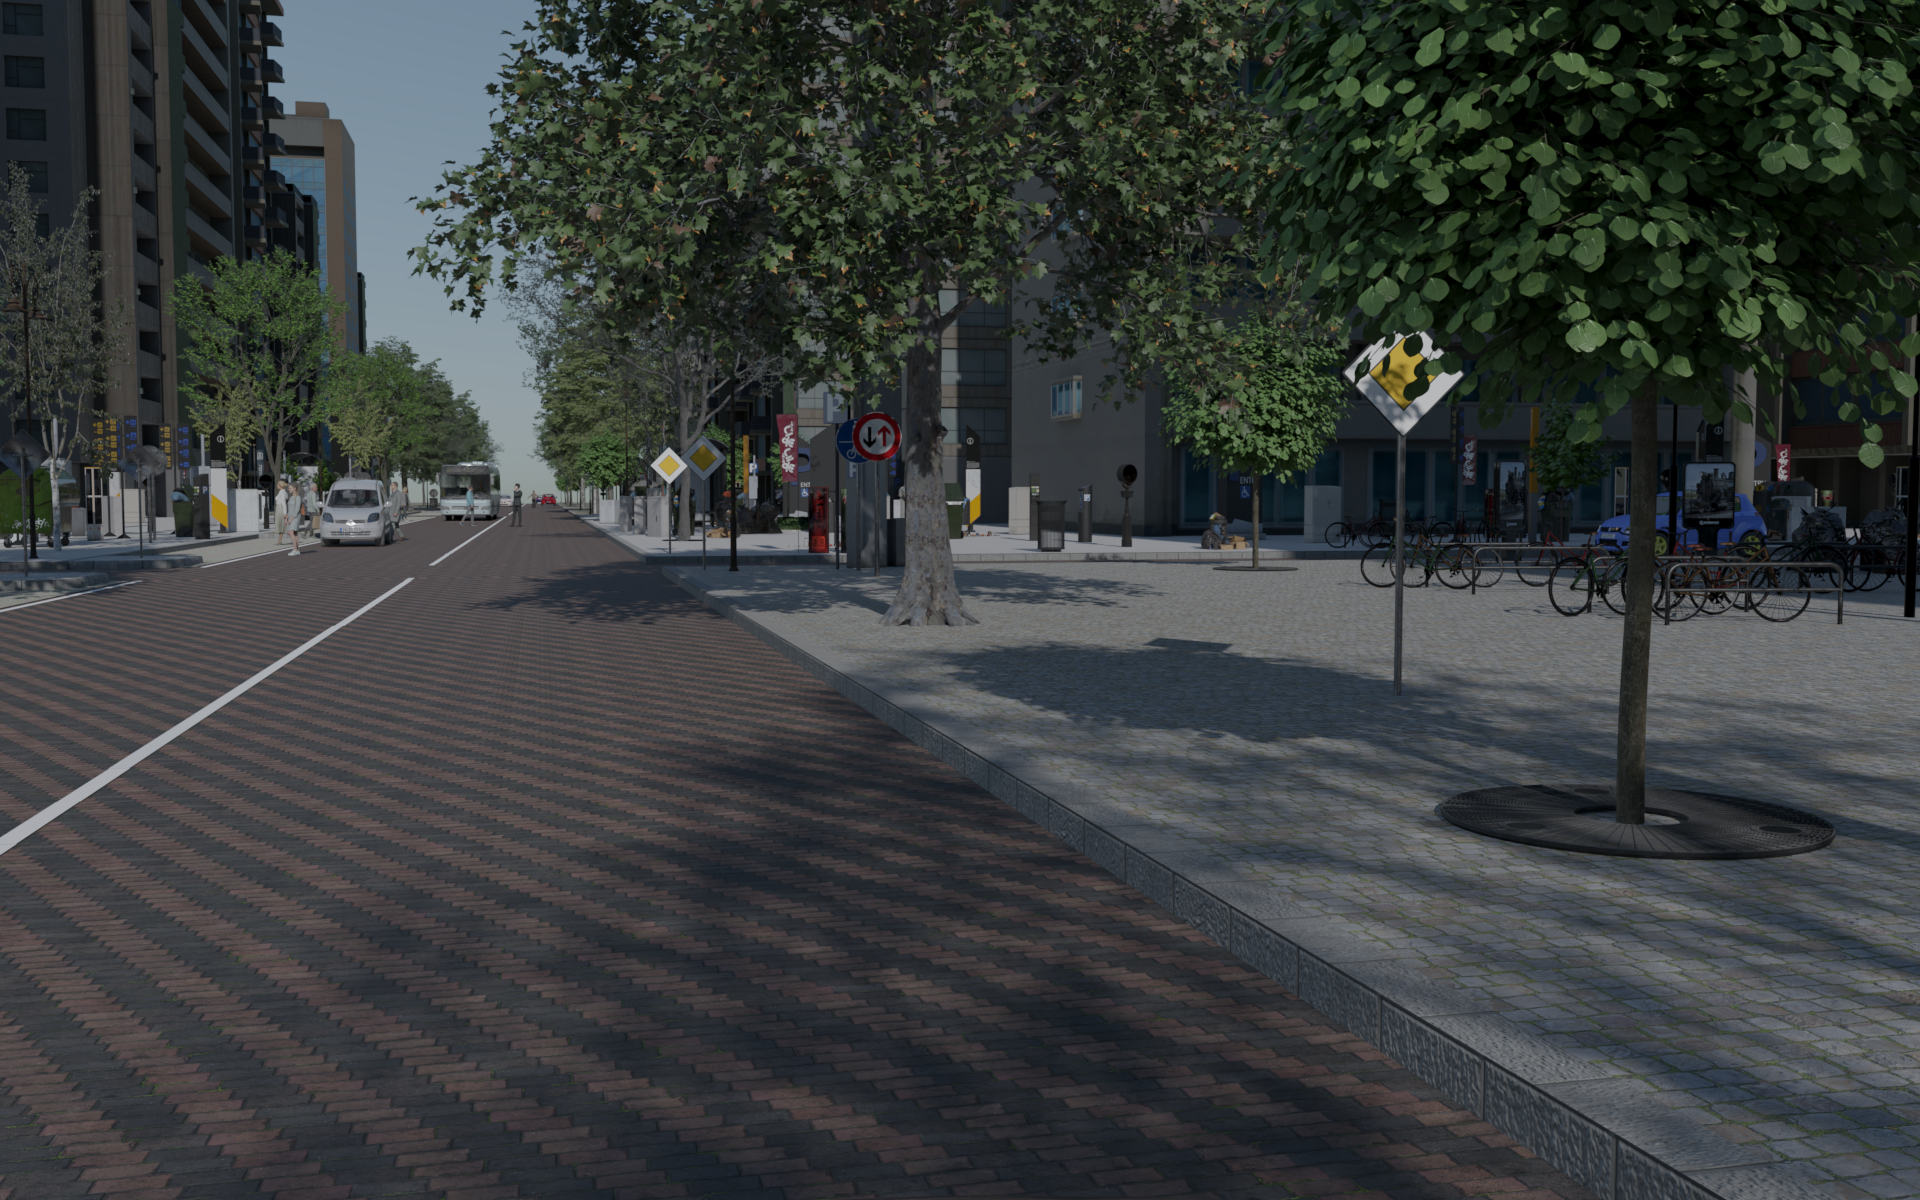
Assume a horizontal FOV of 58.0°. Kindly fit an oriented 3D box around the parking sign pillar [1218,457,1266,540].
[{"bbox_3d":[7.861,-3.673,48.518,1.447,3.967,1.447,-2,4,-31],"label":"parking sign pillar"}]

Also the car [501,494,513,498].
[{"bbox_3d":[-54.655,-12.109,207.764,2.009,1.686,4.222,-1,4,-14],"label":"car"}]

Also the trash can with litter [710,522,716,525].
[{"bbox_3d":[-10.123,-3.723,72.258,0.624,1.170,1.055,0,4,1],"label":"trash can with litter"}]

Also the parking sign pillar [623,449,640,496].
[{"bbox_3d":[-20.523,-7.315,108.079,1.447,3.967,1.447,-3,5,-44],"label":"parking sign pillar"}]

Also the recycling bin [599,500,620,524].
[{"bbox_3d":[-15.042,-3.790,74.526,0.722,1.027,0.722,1,4,16],"label":"recycling bin"}]

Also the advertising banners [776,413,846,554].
[{"bbox_3d":[-3.034,-2.524,37.460,2.074,3.025,0.090,1,4,21],"label":"advertising banners"}]

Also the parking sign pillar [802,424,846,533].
[{"bbox_3d":[-4.315,-4.226,57.564,1.447,3.967,1.447,0,4,3],"label":"parking sign pillar"}]

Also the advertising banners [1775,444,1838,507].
[{"bbox_3d":[29.252,-3.897,59.906,2.074,3.025,0.090,3,5,41],"label":"advertising banners"}]

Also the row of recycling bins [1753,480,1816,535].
[{"bbox_3d":[25.595,-2.854,53.779,1.069,1.692,3.534,0,4,7],"label":"row of recycling bins"}]

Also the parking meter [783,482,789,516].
[{"bbox_3d":[-8.426,-4.791,84.039,0.255,1.863,0.399,1,4,13],"label":"parking meter"}]

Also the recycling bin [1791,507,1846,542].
[{"bbox_3d":[17.014,-1.332,34.338,0.722,1.027,0.722,-2,4,-26],"label":"recycling bin"}]

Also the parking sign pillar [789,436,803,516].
[{"bbox_3d":[-6.501,-5.135,72.429,1.447,3.967,1.447,-1,4,-9],"label":"parking sign pillar"}]

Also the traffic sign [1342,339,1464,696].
[{"bbox_3d":[2.784,-0.598,10.957,0.795,2.450,0.064,0,4,-7],"label":"traffic sign"}]

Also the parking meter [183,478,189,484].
[{"bbox_3d":[-28.128,-3.518,63.236,0.255,1.863,0.399,1,4,11],"label":"parking meter"}]

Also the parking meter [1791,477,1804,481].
[{"bbox_3d":[28.314,-3.238,58.659,0.399,1.863,0.255,3,5,41],"label":"parking meter"}]

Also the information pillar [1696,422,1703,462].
[{"bbox_3d":[23.116,-3.840,54.137,0.183,3.616,0.504,3,5,43],"label":"information pillar"}]

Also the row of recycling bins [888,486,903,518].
[{"bbox_3d":[-2.980,-5.194,92.039,1.069,1.692,3.534,1,4,19],"label":"row of recycling bins"}]

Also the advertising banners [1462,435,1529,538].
[{"bbox_3d":[15.621,-3.332,50.673,2.074,3.025,0.090,2,4,31],"label":"advertising banners"}]

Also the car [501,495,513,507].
[{"bbox_3d":[-51.441,-11.201,195.494,2.083,1.381,4.827,-1,4,-13],"label":"car"}]

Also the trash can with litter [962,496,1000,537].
[{"bbox_3d":[0.459,-2.538,52.546,2.233,1.210,1.678,-3,5,-40],"label":"trash can with litter"}]

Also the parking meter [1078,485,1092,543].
[{"bbox_3d":[3.319,-2.295,45.938,0.372,1.533,0.369,0,3,0],"label":"parking meter"}]

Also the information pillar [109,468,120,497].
[{"bbox_3d":[-32.109,-4.548,65.716,0.504,3.616,0.183,2,4,24],"label":"information pillar"}]

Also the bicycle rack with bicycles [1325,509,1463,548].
[{"bbox_3d":[10.397,-1.726,41.607,2.925,0.926,2.852,1,4,20],"label":"bicycle rack with bicycles"}]

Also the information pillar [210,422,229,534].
[{"bbox_3d":[-24.072,-3.970,56.270,0.504,3.616,0.183,-2,4,-26],"label":"information pillar"}]

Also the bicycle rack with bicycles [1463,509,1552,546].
[{"bbox_3d":[13.386,-1.784,42.551,2.852,0.926,2.925,1,4,14],"label":"bicycle rack with bicycles"}]

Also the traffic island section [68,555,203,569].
[{"bbox_3d":[-16.385,-0.755,34.627,2.009,0.180,2.903,-1,4,-14],"label":"traffic island section"}]

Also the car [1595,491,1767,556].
[{"bbox_3d":[16.141,-1.792,38.888,3.694,1.707,1.945,-1,4,-14],"label":"car"}]

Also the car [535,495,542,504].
[{"bbox_3d":[-62.471,-15.031,258.331,1.945,1.354,3.894,-1,4,-15],"label":"car"}]

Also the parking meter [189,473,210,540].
[{"bbox_3d":[-21.436,-2.644,48.945,0.255,1.863,0.399,1,4,20],"label":"parking meter"}]

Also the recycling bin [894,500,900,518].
[{"bbox_3d":[-2.492,-3.840,75.342,0.722,1.027,0.722,0,4,5],"label":"recycling bin"}]

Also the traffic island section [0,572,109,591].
[{"bbox_3d":[-14.505,-0.280,26.865,2.009,0.180,2.903,-1,4,-14],"label":"traffic island section"}]

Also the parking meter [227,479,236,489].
[{"bbox_3d":[-28.686,-3.815,68.083,0.399,1.863,0.255,1,4,22],"label":"parking meter"}]

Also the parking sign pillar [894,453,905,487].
[{"bbox_3d":[-3.268,-6.526,95.179,1.447,3.967,1.447,1,4,12],"label":"parking sign pillar"}]

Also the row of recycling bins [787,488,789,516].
[{"bbox_3d":[-6.214,-4.315,77.667,3.534,1.692,1.069,2,4,25],"label":"row of recycling bins"}]

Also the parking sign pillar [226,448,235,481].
[{"bbox_3d":[-42.820,-6.910,101.455,1.447,3.967,1.447,-1,4,-12],"label":"parking sign pillar"}]

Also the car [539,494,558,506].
[{"bbox_3d":[-49.722,-12.244,209.227,2.155,1.783,4.494,-1,4,-14],"label":"car"}]

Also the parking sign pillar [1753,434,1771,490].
[{"bbox_3d":[28.572,-4.533,62.583,1.447,3.967,1.447,2,4,27],"label":"parking sign pillar"}]

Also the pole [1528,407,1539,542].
[{"bbox_3d":[13.475,-2.865,40.687,0.158,3.312,0.155,0,3,0],"label":"pole"}]

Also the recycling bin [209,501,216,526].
[{"bbox_3d":[-30.564,-3.510,69.936,0.722,1.027,0.722,1,4,18],"label":"recycling bin"}]

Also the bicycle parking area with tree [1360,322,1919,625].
[{"bbox_3d":[9.545,-2.049,20.506,9.016,4.147,8.231,1,4,9],"label":"bicycle parking area with tree"}]

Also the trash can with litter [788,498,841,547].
[{"bbox_3d":[-2.957,-1.911,42.302,2.233,1.210,1.678,1,4,14],"label":"trash can with litter"}]

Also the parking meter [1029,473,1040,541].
[{"bbox_3d":[2.038,-2.545,47.328,0.255,1.863,0.399,0,4,-3],"label":"parking meter"}]

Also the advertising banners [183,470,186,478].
[{"bbox_3d":[-29.125,-4.201,64.877,0.090,3.025,2.074,-2,4,-29],"label":"advertising banners"}]

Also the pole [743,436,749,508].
[{"bbox_3d":[-7.471,-4.081,60.574,0.158,3.312,0.155,0,3,0],"label":"pole"}]

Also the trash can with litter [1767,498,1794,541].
[{"bbox_3d":[22.374,-2.195,47.274,0.624,1.170,1.055,2,4,33],"label":"trash can with litter"}]

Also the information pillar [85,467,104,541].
[{"bbox_3d":[-23.757,-2.632,47.530,0.304,2.012,0.304,2,4,24],"label":"information pillar"}]

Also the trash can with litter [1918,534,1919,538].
[{"bbox_3d":[27.944,-2.411,50.483,1.678,1.210,2.233,-3,5,-44],"label":"trash can with litter"}]
